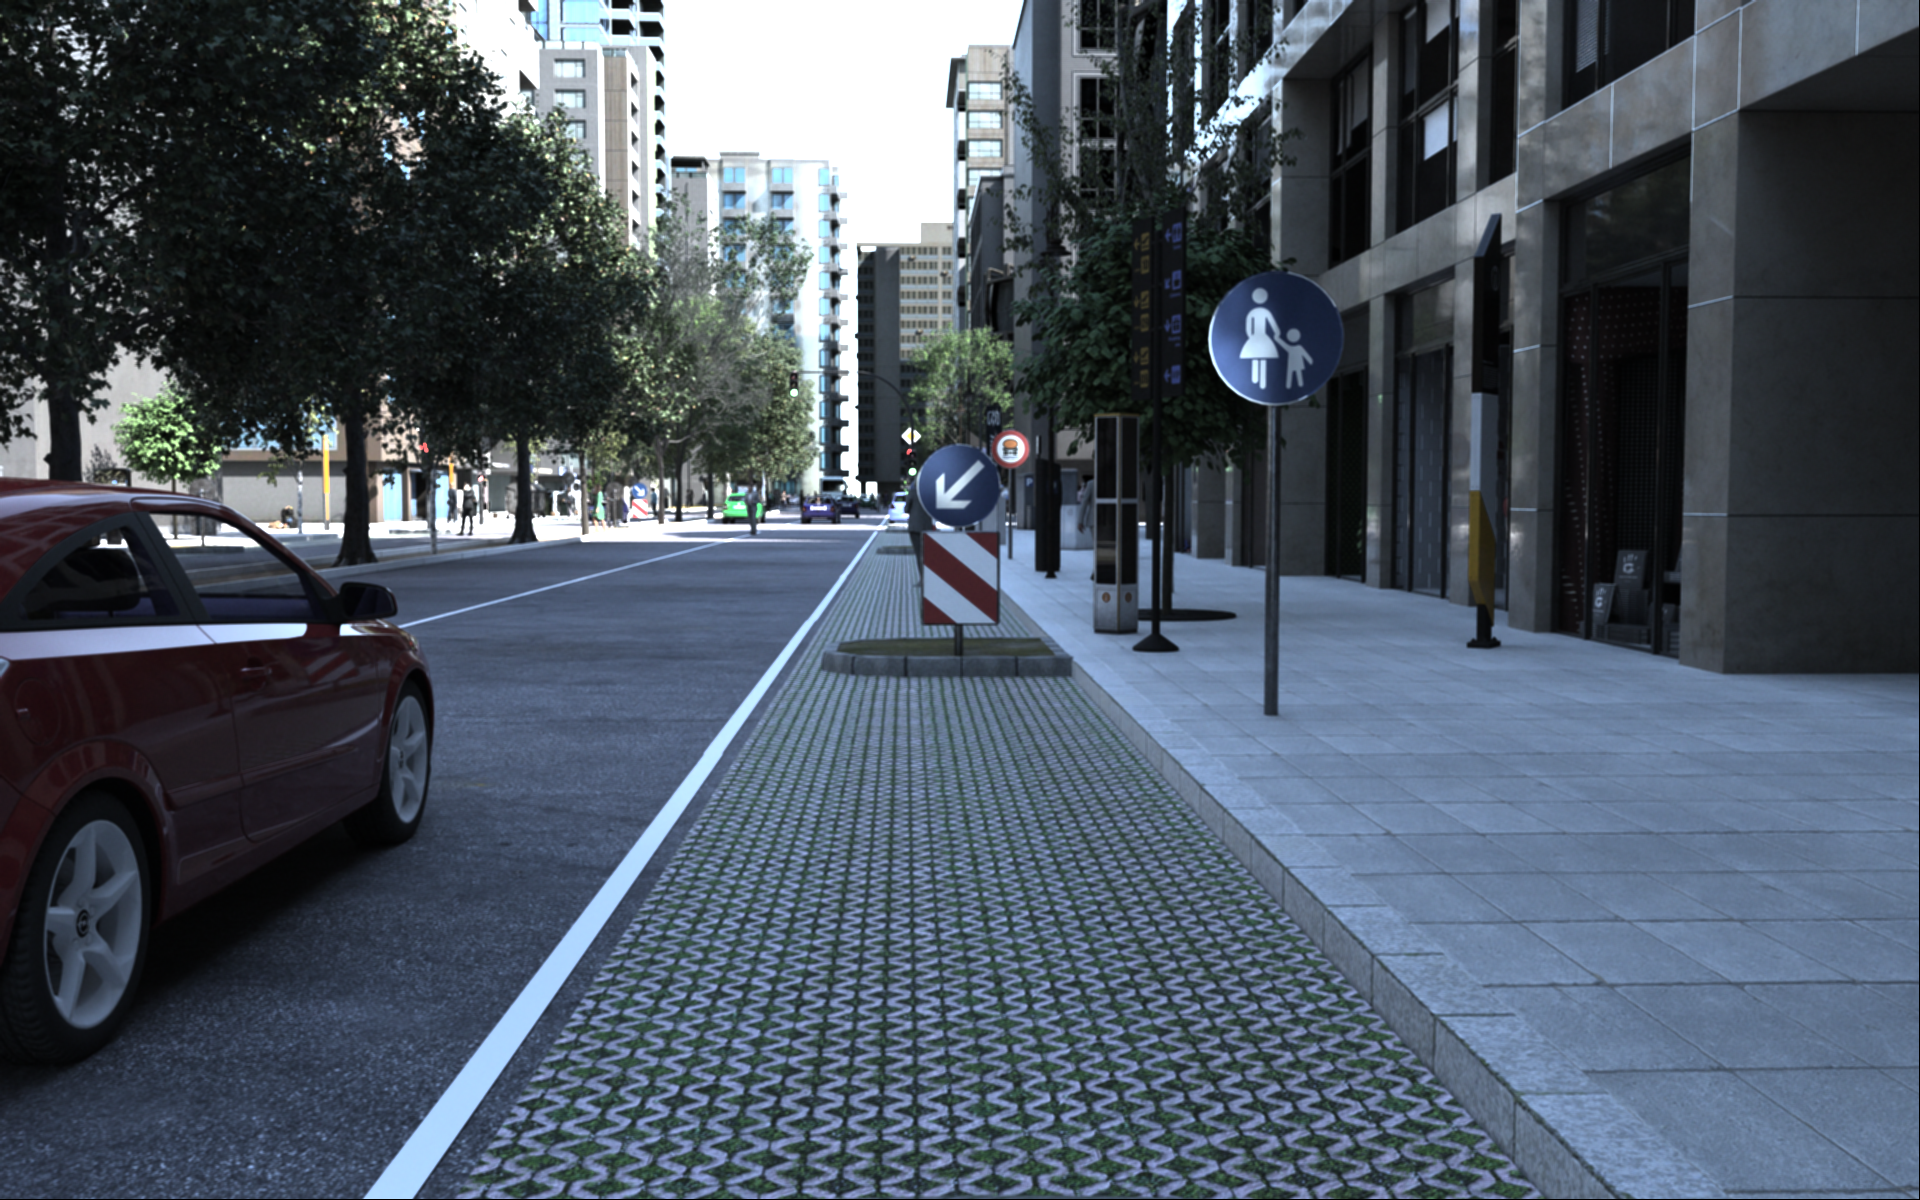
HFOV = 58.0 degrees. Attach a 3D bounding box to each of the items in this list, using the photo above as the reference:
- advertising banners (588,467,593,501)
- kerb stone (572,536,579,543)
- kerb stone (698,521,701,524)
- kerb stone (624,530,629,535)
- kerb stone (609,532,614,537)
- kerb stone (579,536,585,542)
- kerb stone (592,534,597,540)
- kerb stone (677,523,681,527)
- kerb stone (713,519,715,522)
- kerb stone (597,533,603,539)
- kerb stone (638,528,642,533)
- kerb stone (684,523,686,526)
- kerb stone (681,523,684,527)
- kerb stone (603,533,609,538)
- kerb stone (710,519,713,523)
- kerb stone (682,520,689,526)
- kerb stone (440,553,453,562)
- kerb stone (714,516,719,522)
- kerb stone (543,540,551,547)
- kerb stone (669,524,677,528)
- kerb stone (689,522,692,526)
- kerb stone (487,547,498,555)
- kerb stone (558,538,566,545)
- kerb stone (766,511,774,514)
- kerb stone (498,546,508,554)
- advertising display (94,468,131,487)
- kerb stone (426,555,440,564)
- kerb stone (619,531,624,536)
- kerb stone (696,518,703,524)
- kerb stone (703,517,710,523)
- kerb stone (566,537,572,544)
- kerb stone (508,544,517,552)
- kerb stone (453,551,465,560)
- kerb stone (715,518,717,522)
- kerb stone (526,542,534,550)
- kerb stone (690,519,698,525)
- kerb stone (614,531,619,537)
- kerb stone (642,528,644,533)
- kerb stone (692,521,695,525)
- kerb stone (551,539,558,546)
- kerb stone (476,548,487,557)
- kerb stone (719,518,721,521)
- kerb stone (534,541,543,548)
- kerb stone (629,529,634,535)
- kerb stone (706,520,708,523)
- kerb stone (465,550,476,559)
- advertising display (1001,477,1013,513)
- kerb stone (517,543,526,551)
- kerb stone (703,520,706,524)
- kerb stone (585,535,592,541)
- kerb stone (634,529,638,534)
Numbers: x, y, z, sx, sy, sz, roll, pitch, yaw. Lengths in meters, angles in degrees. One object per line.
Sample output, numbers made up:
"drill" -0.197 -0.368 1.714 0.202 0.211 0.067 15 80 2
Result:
"advertising banners" -23.975 -7.114 112.502 0.090 3.025 2.074 -1 4 -18
"kerb stone" -11.441 -1.759 50.953 0.120 0.150 1.000 0 4 -2
"kerb stone" -12.407 -3.613 81.261 0.120 0.150 1.000 0 4 -2
"kerb stone" -11.735 -2.323 60.181 0.120 0.150 1.000 0 4 -2
"kerb stone" -11.635 -2.135 57.109 0.120 0.150 1.000 0 4 -2
"kerb stone" -11.472 -1.821 51.974 0.120 0.150 1.000 0 4 -2
"kerb stone" -11.546 -1.947 54.036 0.120 0.150 1.000 0 4 -2
"kerb stone" -12.183 -3.167 74.065 0.120 0.150 1.000 0 4 -2
"kerb stone" -12.606 -3.988 87.403 0.120 0.150 1.000 0 4 -2
"kerb stone" -11.567 -2.010 55.058 0.120 0.150 1.000 0 4 -2
"kerb stone" -11.831 -2.511 63.250 0.120 0.150 1.000 0 4 -2
"kerb stone" -12.254 -3.297 76.110 0.120 0.150 1.000 0 4 -2
"kerb stone" -12.221 -3.235 75.086 0.120 0.150 1.000 0 4 -2
"kerb stone" -11.599 -2.072 56.079 0.120 0.150 1.000 0 4 -2
"kerb stone" -12.581 -3.924 86.376 0.120 0.150 1.000 0 4 -2
"kerb stone" -12.292 -3.360 77.138 0.120 0.150 1.000 0 4 -2
"kerb stone" -10.974 -0.881 36.629 0.120 0.150 1.000 0 4 -2
"kerb stone" -12.680 -4.114 89.464 0.120 0.150 1.000 0 4 -2
"kerb stone" -11.308 -1.508 46.851 0.120 0.150 1.000 0 4 -2
"kerb stone" -12.152 -3.110 73.042 0.120 0.150 1.000 0 4 -2
"kerb stone" -12.310 -3.423 78.166 0.120 0.150 1.000 0 4 -2
"kerb stone" -11.101 -1.133 40.719 0.120 0.150 1.000 0 4 -2
"kerb stone" -11.368 -1.634 48.908 0.120 0.150 1.000 0 4 -2
"kerb stone" -13.871 -6.372 126.369 0.120 0.150 1.000 0 4 -2
"kerb stone" -11.137 -1.189 41.741 0.120 0.150 1.000 0 4 -2
"advertising display" -21.244 -2.339 43.453 0.974 1.923 0.123 1 4 12
"kerb stone" -10.938 -0.820 35.608 0.120 0.150 1.000 0 4 -2
"kerb stone" -11.697 -2.260 59.152 0.120 0.150 1.000 0 4 -2
"kerb stone" -12.442 -3.673 82.282 0.120 0.150 1.000 0 4 -2
"kerb stone" -12.550 -3.863 85.354 0.120 0.150 1.000 0 4 -2
"kerb stone" -11.406 -1.696 49.929 0.120 0.150 1.000 0 4 -2
"kerb stone" -11.174 -1.258 42.761 0.120 0.150 1.000 0 4 -2
"kerb stone" -11.015 -0.945 37.650 0.120 0.150 1.000 0 4 -2
"kerb stone" -12.646 -4.051 88.433 0.120 0.150 1.000 0 4 -2
"kerb stone" -11.244 -1.379 44.804 0.120 0.150 1.000 0 4 -2
"kerb stone" -12.387 -3.550 80.233 0.120 0.150 1.000 0 4 -2
"kerb stone" -11.667 -2.198 58.130 0.120 0.150 1.000 0 4 -2
"kerb stone" -11.865 -2.574 64.276 0.120 0.150 1.000 0 4 -2
"kerb stone" -12.361 -3.483 79.206 0.120 0.150 1.000 0 4 -2
"kerb stone" -11.338 -1.569 47.887 0.120 0.150 1.000 0 4 -2
"kerb stone" -11.075 -1.070 39.697 0.120 0.150 1.000 0 4 -2
"kerb stone" -12.715 -4.177 90.486 0.120 0.150 1.000 0 4 -2
"kerb stone" -11.275 -1.445 45.829 0.120 0.150 1.000 0 4 -2
"kerb stone" -11.767 -2.386 61.206 0.120 0.150 1.000 0 4 -2
"kerb stone" -12.508 -3.800 84.326 0.120 0.150 1.000 0 4 -2
"kerb stone" -11.041 -1.008 38.672 0.120 0.150 1.000 0 4 -2
"advertising display" 1.485 -3.626 64.493 0.974 1.923 0.123 1 4 15
"kerb stone" -11.214 -1.320 43.783 0.120 0.150 1.000 0 4 -2
"kerb stone" -12.479 -3.738 83.304 0.120 0.150 1.000 0 4 -2
"kerb stone" -11.501 -1.884 52.999 0.120 0.150 1.000 0 4 -2
"kerb stone" -11.808 -2.449 62.228 0.120 0.150 1.000 0 4 -2
